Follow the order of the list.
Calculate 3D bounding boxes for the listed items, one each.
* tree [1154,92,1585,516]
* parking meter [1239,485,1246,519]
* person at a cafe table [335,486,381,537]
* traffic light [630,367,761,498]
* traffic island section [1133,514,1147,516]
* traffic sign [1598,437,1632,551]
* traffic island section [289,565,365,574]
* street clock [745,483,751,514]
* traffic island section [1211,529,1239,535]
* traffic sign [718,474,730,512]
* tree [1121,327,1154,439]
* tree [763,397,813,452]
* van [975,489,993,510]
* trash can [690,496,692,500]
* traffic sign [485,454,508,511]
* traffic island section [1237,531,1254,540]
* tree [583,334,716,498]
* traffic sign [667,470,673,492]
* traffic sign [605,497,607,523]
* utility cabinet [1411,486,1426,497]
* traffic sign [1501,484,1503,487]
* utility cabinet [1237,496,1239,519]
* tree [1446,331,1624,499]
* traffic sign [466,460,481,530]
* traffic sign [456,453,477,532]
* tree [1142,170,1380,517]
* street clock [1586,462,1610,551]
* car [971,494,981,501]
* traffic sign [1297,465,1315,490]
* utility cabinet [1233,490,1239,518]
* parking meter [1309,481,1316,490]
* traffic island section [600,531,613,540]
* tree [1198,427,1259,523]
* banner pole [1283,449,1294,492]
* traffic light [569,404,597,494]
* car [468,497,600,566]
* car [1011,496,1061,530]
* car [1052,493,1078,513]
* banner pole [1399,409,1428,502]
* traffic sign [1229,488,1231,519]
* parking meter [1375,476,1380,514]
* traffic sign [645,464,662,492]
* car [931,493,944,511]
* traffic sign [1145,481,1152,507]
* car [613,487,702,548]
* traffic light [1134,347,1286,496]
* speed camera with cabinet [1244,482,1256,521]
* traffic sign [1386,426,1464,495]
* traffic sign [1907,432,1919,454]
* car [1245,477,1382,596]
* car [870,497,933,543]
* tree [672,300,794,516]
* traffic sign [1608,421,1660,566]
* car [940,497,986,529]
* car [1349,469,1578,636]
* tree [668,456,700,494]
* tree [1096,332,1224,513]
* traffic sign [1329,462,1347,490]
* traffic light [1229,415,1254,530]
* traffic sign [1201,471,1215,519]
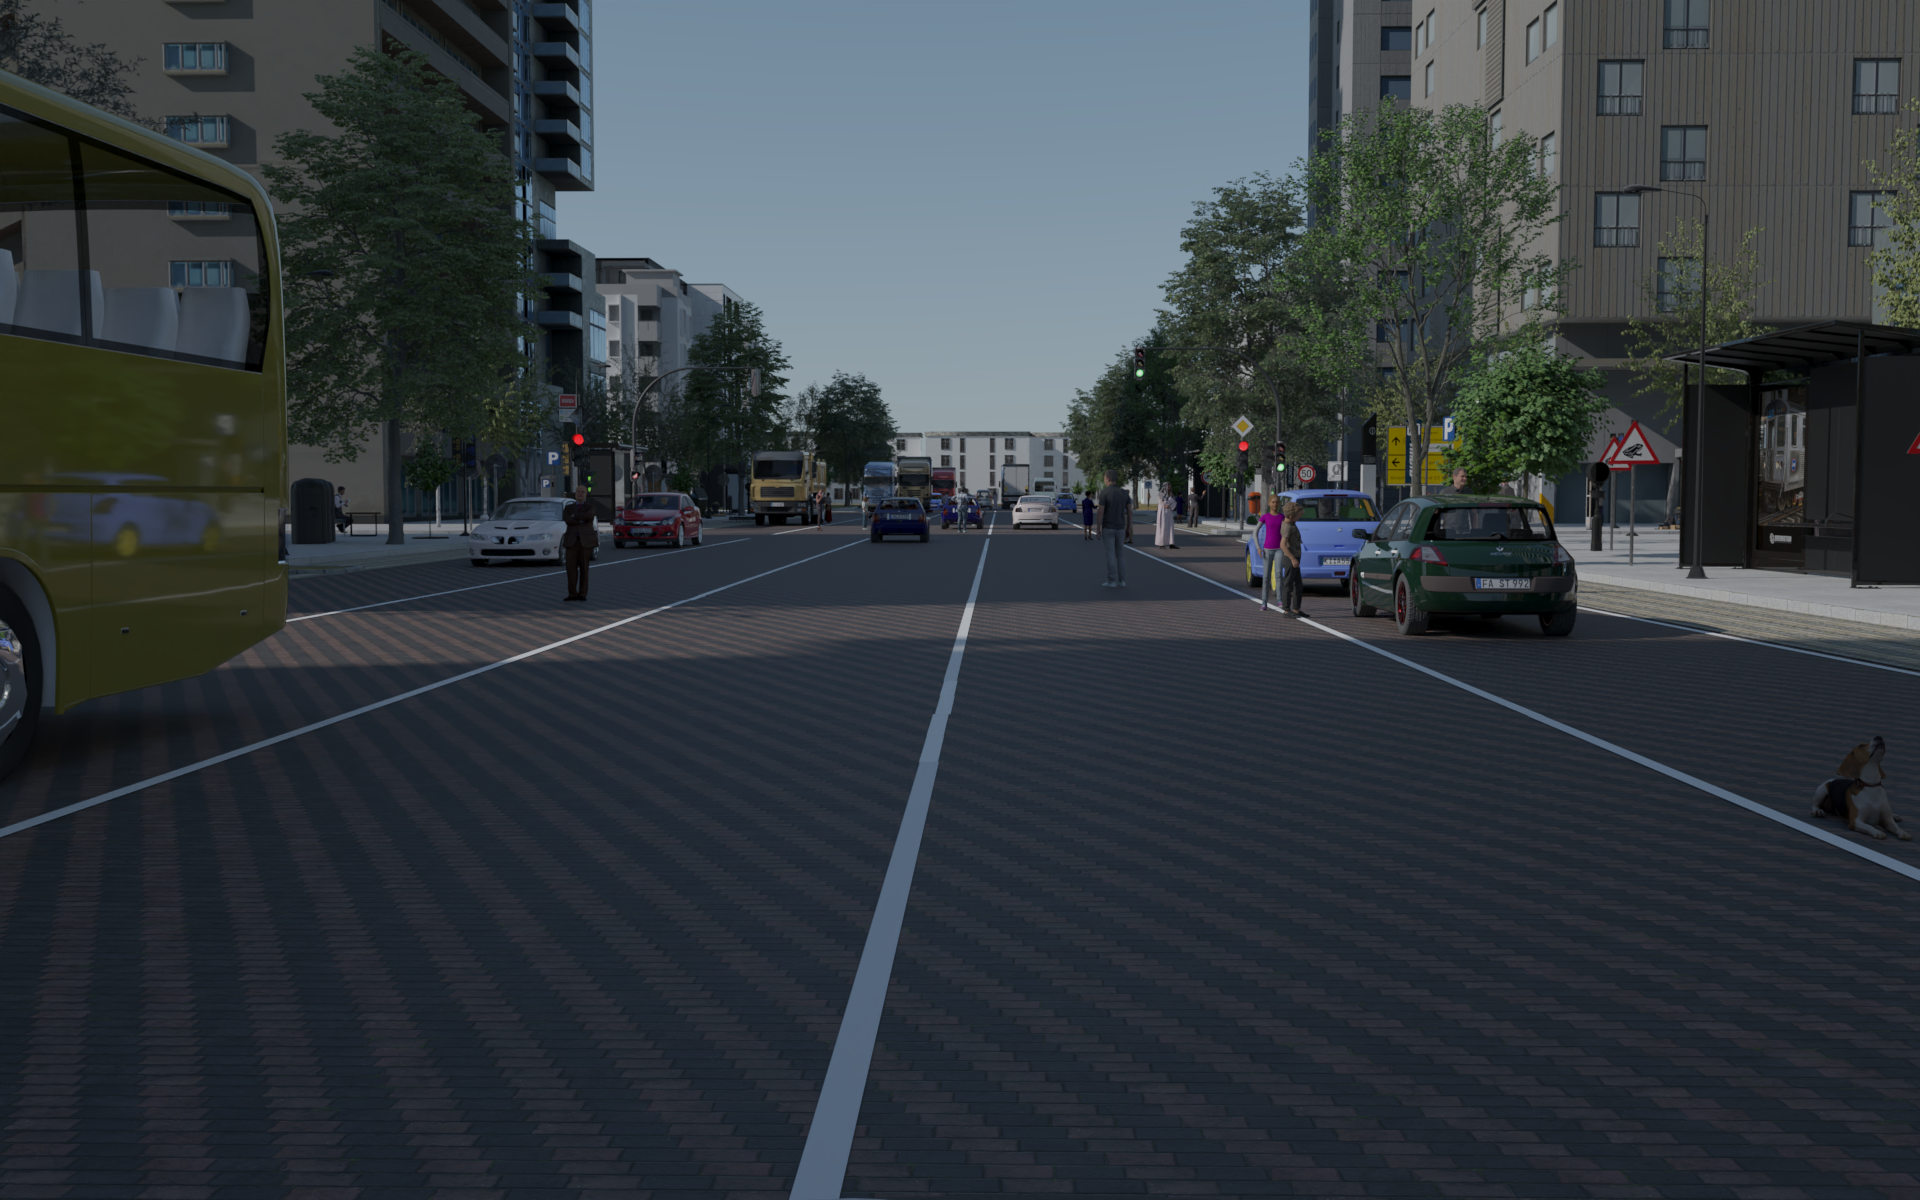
[{"bbox_3d":[11.779,-7.238,44.099,9.928,11.665,9.643,0,3,0],"label":"tree"},{"bbox_3d":[14.357,-5.012,87.662,0.399,1.863,0.255,3,5,44],"label":"parking meter"},{"bbox_3d":[-18.454,-2.697,52.611,1.622,1.524,1.698,-1,4,-18],"label":"person at a cafe table"},{"bbox_3d":[-9.551,-5.351,62.150,4.771,5.953,1.251,0,4,1],"label":"traffic light"},{"bbox_3d":[11.278,-5.586,114.198,1.991,0.108,1.994,0,4,1],"label":"traffic island section"},{"bbox_3d":[14.781,-2.399,39.228,0.884,2.594,0.081,0,4,4],"label":"traffic sign"},{"bbox_3d":[-12.069,-0.542,31.733,1.991,0.108,1.994,0,4,1],"label":"traffic island section"},{"bbox_3d":[-13.529,-6.509,110.984,0.471,2.002,0.358,-1,4,-20],"label":"street clock"},{"bbox_3d":[10.071,-2.417,61.794,2.009,0.180,2.903,0,4,1],"label":"traffic island section"},{"bbox_3d":[-14.875,-6.658,108.958,0.768,2.556,0.104,0,4,3],"label":"traffic sign"},{"bbox_3d":[13.104,-10.784,102.082,9.928,11.665,9.643,0,3,0],"label":"tree"},{"bbox_3d":[-13.060,-10.925,128.980,4.360,8.622,3.978,0,3,0],"label":"tree"},{"bbox_3d":[2.145,-9.301,159.086,2.013,2.044,4.112,0,4,2],"label":"van"},{"bbox_3d":[-15.680,-5.553,102.444,0.748,1.137,0.748,0,3,0],"label":"trash can"},{"bbox_3d":[-14.656,-3.340,54.719,0.768,2.556,0.104,1,4,10],"label":"traffic sign"},{"bbox_3d":[9.887,-1.928,53.811,2.009,0.180,2.903,0,4,1],"label":"traffic island section"},{"bbox_3d":[-14.248,-7.916,79.794,4.360,8.622,3.978,0,3,0],"label":"tree"},{"bbox_3d":[-15.801,-5.784,94.570,0.884,2.594,0.081,1,4,9],"label":"traffic sign"},{"bbox_3d":[-15.726,-4.703,76.900,0.884,2.594,0.081,1,4,11],"label":"traffic sign"},{"bbox_3d":[12.888,-2.452,48.775,0.318,1.500,1.173,1,4,10],"label":"utility cabinet"},{"bbox_3d":[15.253,-2.975,48.748,0.768,2.556,0.104,1,4,9],"label":"traffic sign"},{"bbox_3d":[14.872,-4.840,90.288,0.306,1.237,1.020,-2,4,-28],"label":"utility cabinet"},{"bbox_3d":[11.537,-3.133,34.942,4.285,4.588,4.351,0,3,0],"label":"tree"},{"bbox_3d":[-17.329,-3.743,61.300,0.768,2.556,0.104,0,4,4],"label":"traffic sign"},{"bbox_3d":[-15.193,-3.245,53.158,0.768,2.556,0.104,0,4,7],"label":"traffic sign"},{"bbox_3d":[12.285,-9.900,68.514,9.857,13.997,8.962,0,3,0],"label":"tree"},{"bbox_3d":[14.288,-2.095,38.828,0.471,2.002,0.358,0,4,-7],"label":"street clock"},{"bbox_3d":[0.507,-6.980,123.911,2.009,1.686,4.222,0,3,0],"label":"car"},{"bbox_3d":[15.116,-4.620,75.638,0.768,2.556,0.104,1,4,10],"label":"traffic sign"},{"bbox_3d":[15.039,-5.083,91.785,1.173,1.500,0.318,3,4,36],"label":"utility cabinet"},{"bbox_3d":[16.001,-4.461,78.653,0.255,1.863,0.399,2,4,27],"label":"parking meter"},{"bbox_3d":[-11.869,-1.959,54.316,2.009,0.180,2.903,0,4,1],"label":"traffic island section"},{"bbox_3d":[12.449,-5.787,78.327,4.285,4.588,4.351,0,3,0],"label":"tree"},{"bbox_3d":[16.065,-5.801,84.871,0.401,3.779,0.863,-3,4,-37],"label":"banner pole"},{"bbox_3d":[-11.829,-3.991,54.180,0.839,4.253,0.868,0,4,1],"label":"traffic light"},{"bbox_3d":[-8.784,-1.447,36.014,2.083,1.381,4.827,0,4,1],"label":"car"},{"bbox_3d":[3.103,-3.583,70.942,2.083,1.381,4.827,0,4,3],"label":"car"},{"bbox_3d":[8.061,-7.536,132.808,1.945,1.707,3.694,0,4,1],"label":"car"},{"bbox_3d":[13.521,-3.734,51.067,0.863,3.779,0.401,2,4,26],"label":"banner pole"},{"bbox_3d":[13.830,-5.423,88.775,0.768,2.556,0.104,0,4,3],"label":"traffic sign"},{"bbox_3d":[13.030,-2.994,54.664,0.399,1.863,0.255,-1,4,-13],"label":"parking meter"},{"bbox_3d":[-13.171,-4.541,74.356,0.768,2.556,0.104,0,4,7],"label":"traffic sign"},{"bbox_3d":[-2.113,-8.165,143.093,1.945,1.707,3.694,0,4,1],"label":"car"},{"bbox_3d":[14.722,-8.156,135.478,0.606,2.300,0.079,0,4,5],"label":"traffic sign"},{"bbox_3d":[-8.227,-2.339,47.283,2.155,1.783,4.494,0,4,2],"label":"car"},{"bbox_3d":[7.754,-4.828,53.605,4.771,5.953,1.251,0,4,1],"label":"traffic light"},{"bbox_3d":[14.062,-5.466,83.707,0.660,3.252,2.038,0,4,8],"label":"speed camera with cabinet"},{"bbox_3d":[13.851,-3.533,51.633,2.265,3.308,0.079,0,4,4],"label":"traffic sign"},{"bbox_3d":[12.880,-1.392,22.765,0.884,2.594,0.081,0,4,4],"label":"traffic sign"},{"bbox_3d":[5.245,-0.975,25.530,1.945,1.707,3.694,0,4,1],"label":"car"},{"bbox_3d":[-1.789,-2.443,52.519,1.945,1.354,3.894,0,4,0],"label":"car"},{"bbox_3d":[-13.304,-11.245,101.978,7.486,12.596,7.792,0,3,0],"label":"tree"},{"bbox_3d":[11.986,-1.887,30.857,0.884,2.594,0.081,1,4,10],"label":"traffic sign"},{"bbox_3d":[0.117,-3.624,71.826,1.945,1.354,3.894,0,4,2],"label":"car"},{"bbox_3d":[5.389,-0.558,18.916,2.009,1.686,4.222,0,4,3],"label":"car"},{"bbox_3d":[-13.839,-5.676,87.408,1.663,3.219,1.824,0,3,0],"label":"tree"},{"bbox_3d":[14.187,-12.438,120.363,9.611,12.733,9.660,0,3,0],"label":"tree"},{"bbox_3d":[11.938,-3.219,54.767,0.606,2.300,0.079,1,4,10],"label":"traffic sign"},{"bbox_3d":[10.031,-4.450,61.681,0.839,4.253,0.868,0,4,1],"label":"traffic light"},{"bbox_3d":[12.952,-5.518,90.332,0.768,2.556,0.104,1,4,9],"label":"traffic sign"}]
